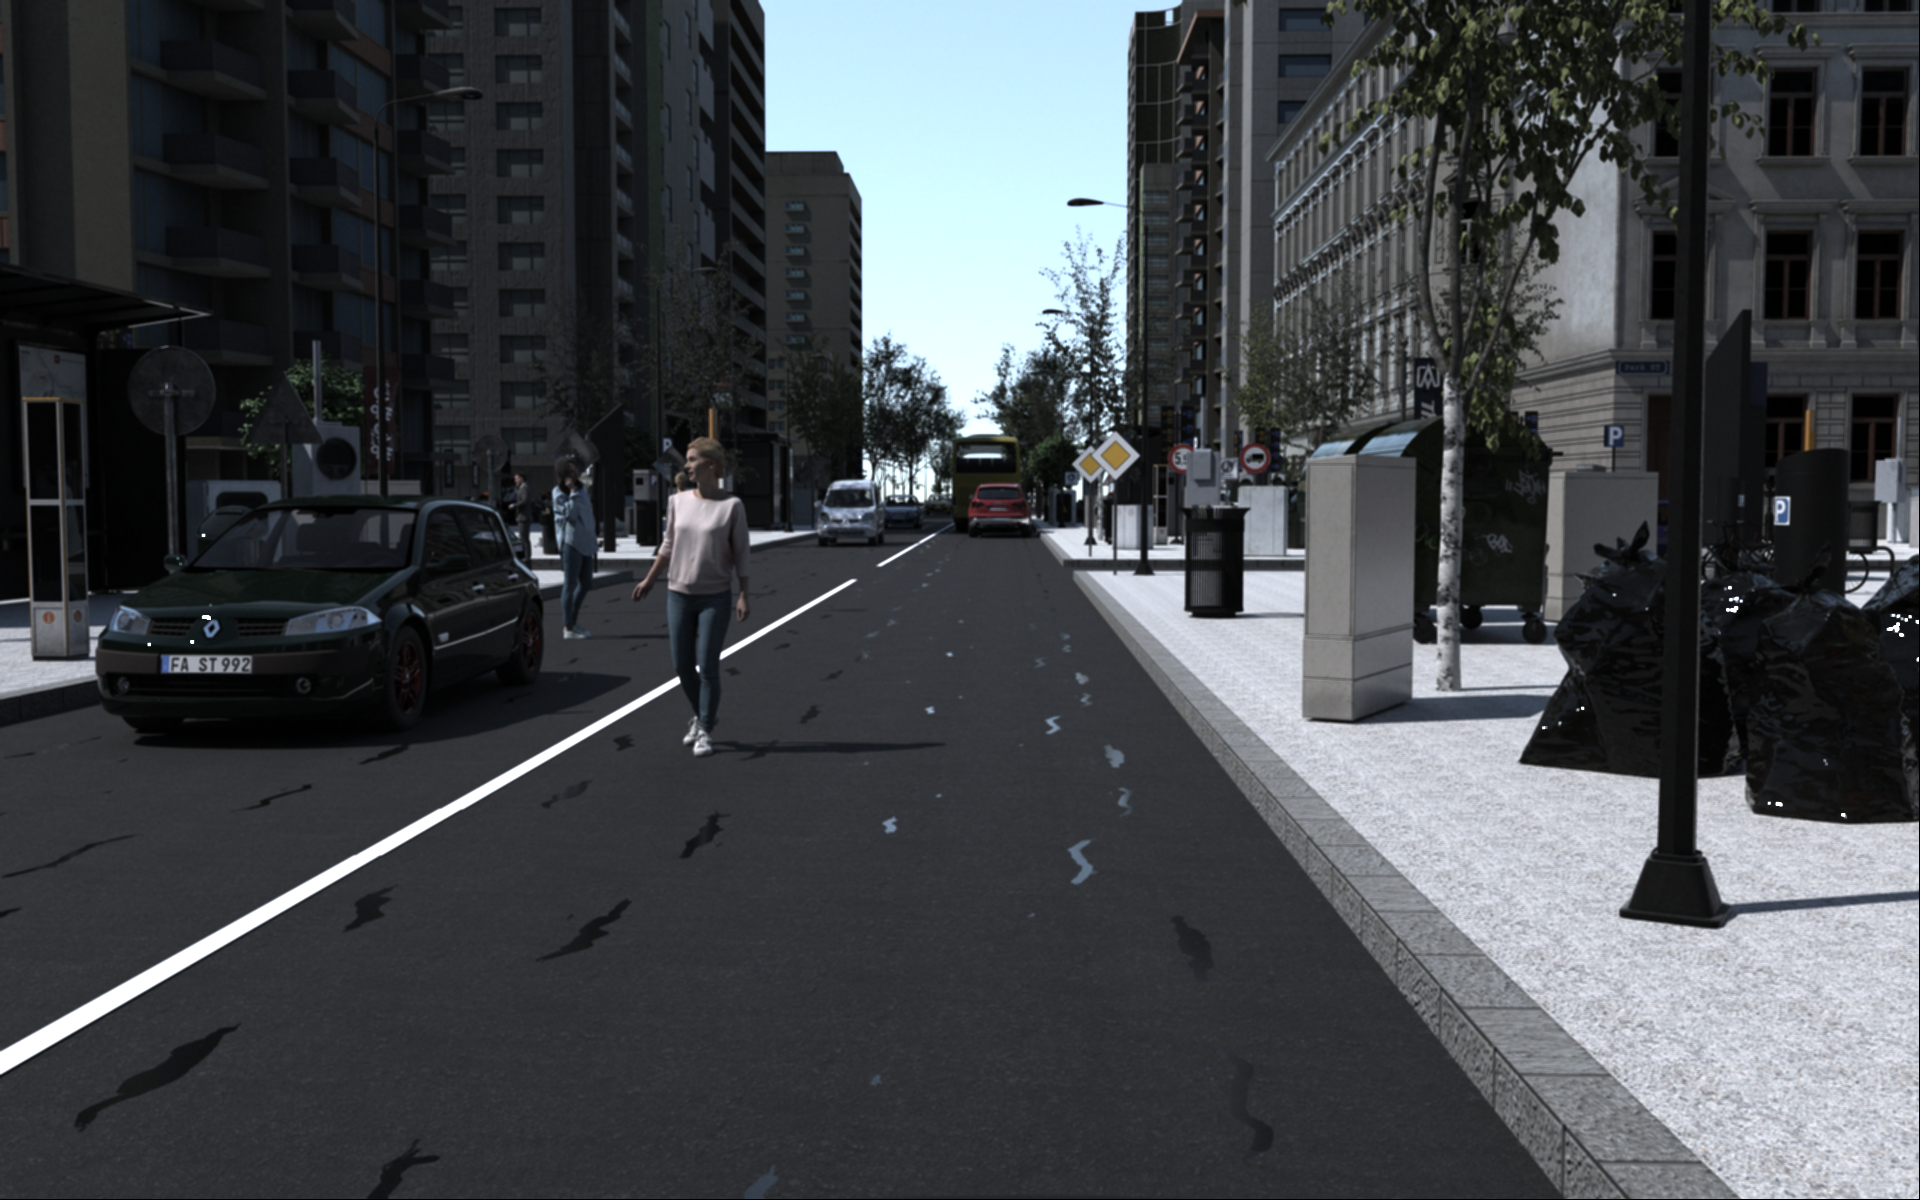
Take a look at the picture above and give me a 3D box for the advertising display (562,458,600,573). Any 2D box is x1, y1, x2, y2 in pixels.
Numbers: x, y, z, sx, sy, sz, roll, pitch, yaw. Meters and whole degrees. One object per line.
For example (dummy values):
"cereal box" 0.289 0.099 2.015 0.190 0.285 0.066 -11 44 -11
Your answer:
"advertising display" -6.256 -1.418 28.406 0.974 1.923 0.123 3 5 41

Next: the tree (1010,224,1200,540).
"tree" 4.106 -5.955 47.722 4.360 8.622 3.978 0 3 0

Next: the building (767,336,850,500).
"building" -29.247 -23.159 223.685 27.650 21.520 28.899 0 4 1

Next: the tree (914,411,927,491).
"tree" -4.158 -10.801 126.962 4.360 8.622 3.978 0 3 0

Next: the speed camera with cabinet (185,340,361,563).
"speed camera with cabinet" -8.613 -1.679 21.780 0.660 3.252 2.038 3 5 42

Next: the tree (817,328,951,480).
"tree" -4.832 -9.982 97.621 7.601 10.594 8.767 2 4 34

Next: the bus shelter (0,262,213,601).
"bus shelter" -10.507 -1.709 19.227 1.731 3.624 6.357 0 4 2

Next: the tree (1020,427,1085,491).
"tree" 4.872 -6.159 84.417 4.285 4.588 4.351 0 3 0

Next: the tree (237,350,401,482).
"tree" -14.123 -3.357 38.601 4.285 4.588 4.351 0 3 0

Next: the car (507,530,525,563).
"car" -9.815 -1.264 30.451 4.222 1.686 2.009 0 4 3

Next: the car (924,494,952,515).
"car" -1.520 -6.835 121.975 2.015 1.641 3.980 0 4 0

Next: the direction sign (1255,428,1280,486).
"direction sign" 10.476 -4.102 59.057 0.876 3.537 0.379 -1 4 -9

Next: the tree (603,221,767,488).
"tree" -7.020 -5.886 46.593 4.360 8.622 3.978 0 3 0

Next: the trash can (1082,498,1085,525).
"trash can" 5.197 -3.491 68.731 0.748 1.137 0.748 0 3 0

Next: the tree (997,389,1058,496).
"tree" 7.121 -15.857 177.395 7.486 12.596 7.792 0 3 0

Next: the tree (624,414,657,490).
"tree" -13.765 -5.368 71.473 4.285 4.588 4.351 0 3 0

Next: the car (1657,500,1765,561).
"car" 12.482 -1.169 31.690 3.894 1.354 1.945 0 4 2

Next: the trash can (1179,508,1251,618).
"trash can" 2.653 -0.393 18.071 0.748 1.137 0.748 0 3 0

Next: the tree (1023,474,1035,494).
"tree" 6.183 -9.809 154.973 1.663 3.219 1.824 0 3 0

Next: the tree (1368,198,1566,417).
"tree" 12.786 -5.631 42.429 4.360 8.622 3.978 0 3 0

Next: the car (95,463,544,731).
"car" -4.126 -0.118 11.723 2.009 1.686 4.222 0 4 3

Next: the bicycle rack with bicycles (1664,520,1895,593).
"bicycle rack with bicycles" 10.771 -0.588 23.002 2.925 0.926 2.852 0 4 -4

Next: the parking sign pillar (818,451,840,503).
"parking sign pillar" -8.241 -7.375 109.055 1.447 3.967 1.447 -2 4 -34

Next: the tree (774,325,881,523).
"tree" -6.261 -7.657 75.550 4.737 8.622 4.395 0 3 0

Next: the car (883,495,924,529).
"car" -2.501 -3.756 73.419 2.014 1.417 4.499 0 4 1

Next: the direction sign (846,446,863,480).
"direction sign" -4.984 -5.503 81.974 0.876 3.537 0.379 2 4 27

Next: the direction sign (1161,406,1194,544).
"direction sign" 5.581 -3.214 44.542 0.876 3.537 0.379 -1 4 -11

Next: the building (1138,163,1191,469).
"building" 29.275 -32.589 216.432 14.154 41.232 14.086 0 4 1

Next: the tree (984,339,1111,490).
"tree" 5.852 -10.381 104.147 7.601 10.594 8.767 3 5 40

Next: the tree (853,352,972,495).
"tree" -4.149 -14.594 148.977 12.009 13.543 11.850 0 3 0

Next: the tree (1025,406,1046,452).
"tree" 6.808 -11.382 136.463 4.737 8.622 4.395 0 3 0

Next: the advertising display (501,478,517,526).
"advertising display" -18.107 -3.964 70.019 0.974 1.923 0.123 1 4 22

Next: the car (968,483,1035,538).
"car" 1.391 -3.060 58.708 2.281 1.827 5.304 0 4 3

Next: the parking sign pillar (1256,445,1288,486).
"parking sign pillar" 17.625 -6.787 99.437 1.447 3.967 1.447 -2 4 -30

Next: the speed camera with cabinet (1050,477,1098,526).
"speed camera with cabinet" 4.722 -4.667 70.639 2.038 3.252 0.660 -1 4 -10

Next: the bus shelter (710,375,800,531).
"bus shelter" -7.246 -5.094 60.911 2.179 5.291 8.768 0 4 2

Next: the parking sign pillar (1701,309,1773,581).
"parking sign pillar" 11.553 -2.297 26.032 1.447 3.967 1.447 0 4 -5

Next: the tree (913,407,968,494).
"tree" -2.557 -16.943 202.766 9.928 11.665 9.643 0 3 0

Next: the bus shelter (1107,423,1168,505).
"bus shelter" 6.167 -4.213 60.169 1.731 3.624 6.357 0 4 1

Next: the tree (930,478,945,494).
"tree" -2.288 -11.831 188.037 1.663 3.219 1.824 0 3 0

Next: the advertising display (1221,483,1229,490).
"advertising display" 14.767 -5.698 98.375 0.974 1.923 0.123 1 4 11

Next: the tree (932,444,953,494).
"tree" -2.113 -18.381 250.897 4.737 8.622 4.395 0 3 0

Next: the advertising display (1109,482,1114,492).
"advertising display" 8.256 -5.227 90.677 0.974 1.923 0.123 1 4 22

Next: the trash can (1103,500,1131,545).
"trash can" 3.986 -1.979 44.016 0.748 1.137 0.748 0 3 0

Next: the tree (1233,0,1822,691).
"tree" 3.431 -3.711 11.041 4.737 8.622 4.395 0 3 0

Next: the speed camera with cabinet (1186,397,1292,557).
"speed camera with cabinet" 5.698 -2.523 35.587 2.038 3.252 0.660 1 4 13

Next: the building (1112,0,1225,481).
"building" 33.432 -50.067 256.853 20.563 71.187 20.611 0 4 1

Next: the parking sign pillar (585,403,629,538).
"parking sign pillar" -10.499 -3.821 50.942 1.447 3.967 1.447 3 4 36

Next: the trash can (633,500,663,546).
"trash can" -7.665 -1.895 42.635 0.748 1.137 0.748 0 3 0

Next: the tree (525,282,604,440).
"tree" -12.700 -6.685 59.665 4.360 8.622 3.978 0 3 0

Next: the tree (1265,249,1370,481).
"tree" 11.246 -6.281 53.054 4.360 8.622 3.978 0 3 0

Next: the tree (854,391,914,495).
"tree" -5.314 -10.101 115.521 4.360 8.622 3.978 0 3 0

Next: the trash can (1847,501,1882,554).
"trash can" 19.265 -1.550 37.001 0.748 1.137 0.748 0 3 0

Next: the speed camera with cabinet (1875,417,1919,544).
"speed camera with cabinet" 24.564 -3.119 45.325 0.660 3.252 2.038 3 5 45

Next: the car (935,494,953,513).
"car" -0.962 -7.540 135.079 2.131 1.459 4.920 0 4 2

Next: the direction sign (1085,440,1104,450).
"direction sign" 5.642 -4.943 72.810 0.876 3.537 0.379 -2 4 -24

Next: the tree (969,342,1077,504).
"tree" 8.058 -22.061 216.578 12.611 20.169 13.585 0 3 0

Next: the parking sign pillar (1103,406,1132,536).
"parking sign pillar" 5.044 -3.994 53.767 1.447 3.967 1.447 1 4 9
